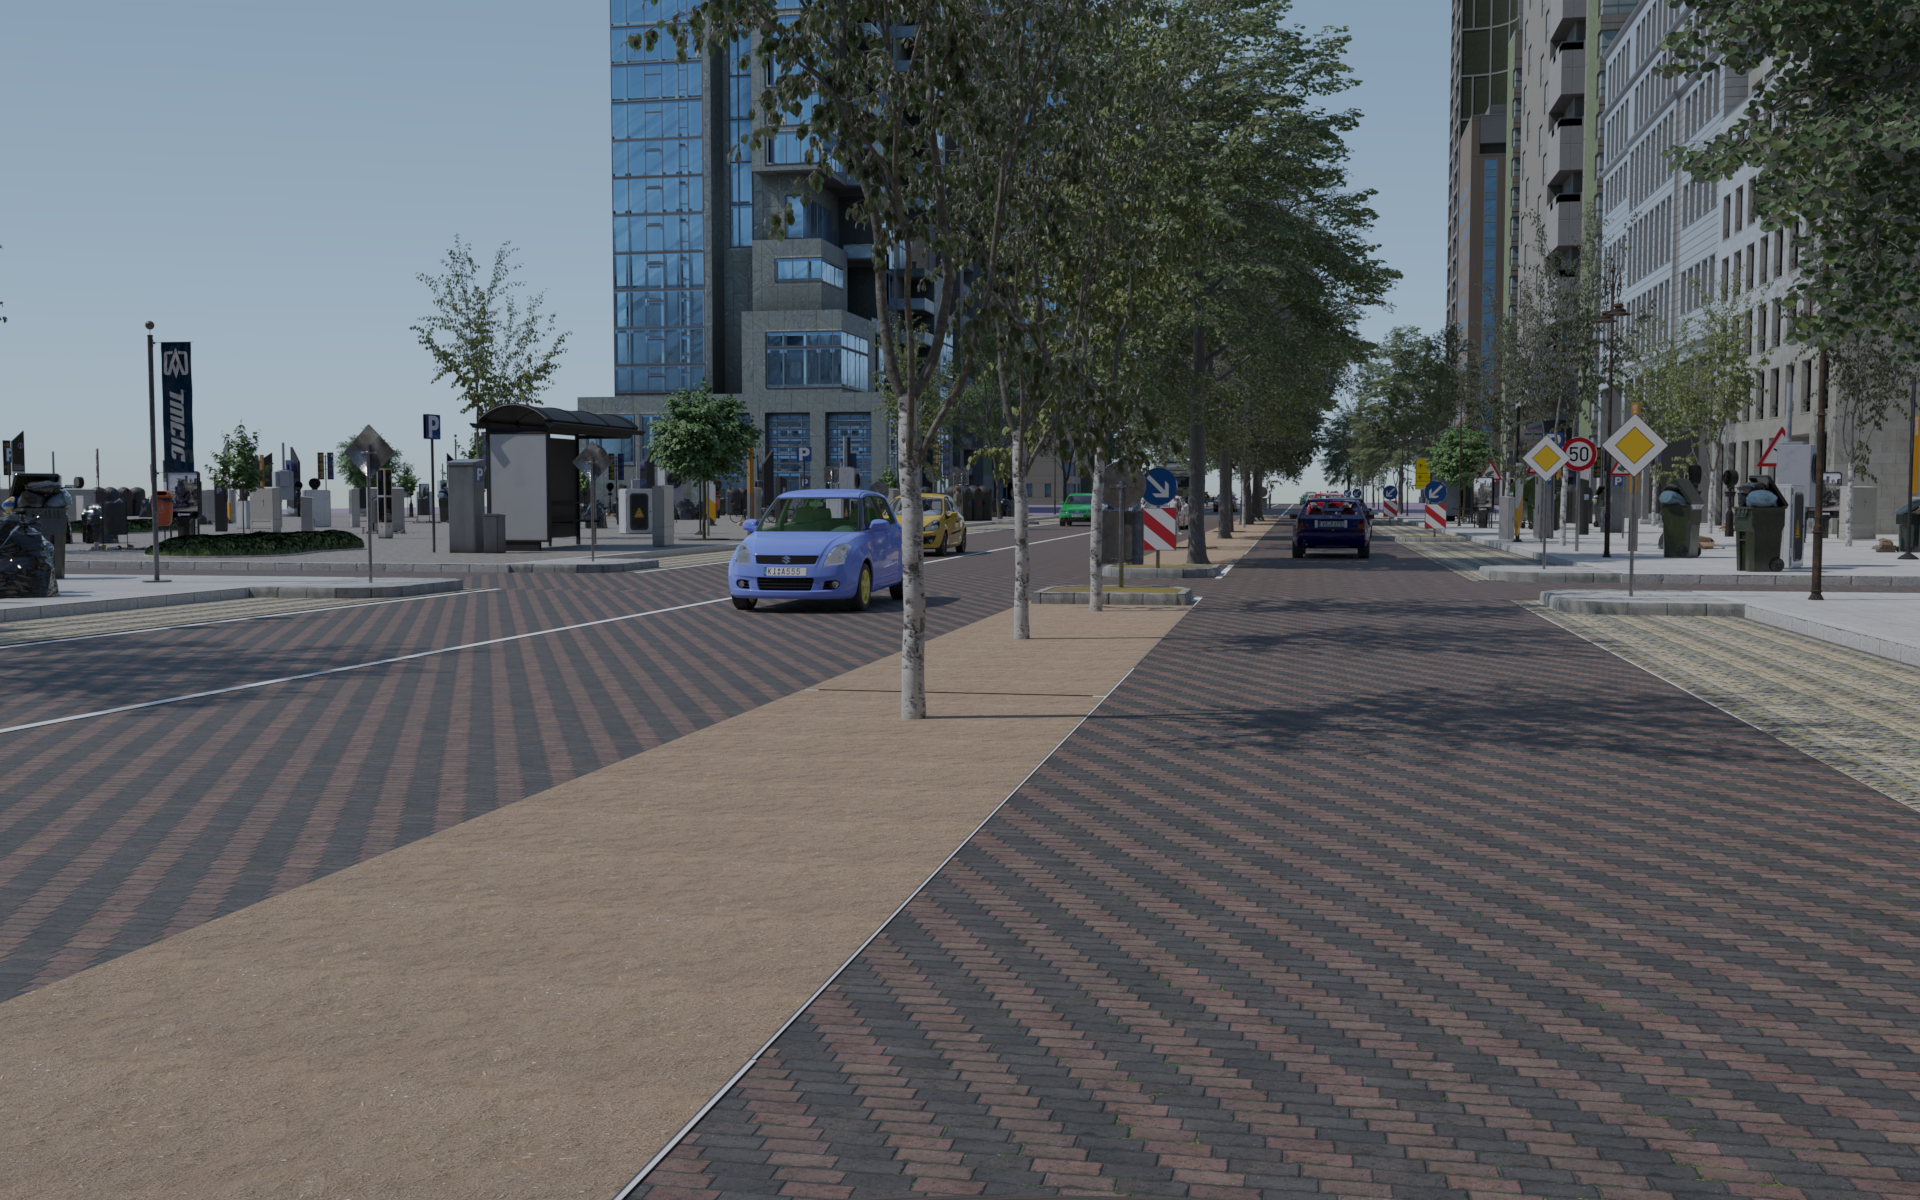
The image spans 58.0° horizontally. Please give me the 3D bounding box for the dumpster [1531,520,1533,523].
[{"bbox_3d":[24.566,-4.263,75.459,1.264,1.857,1.865,1,4,11],"label":"dumpster"}]

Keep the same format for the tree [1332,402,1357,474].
[{"bbox_3d":[38.911,-13.941,162.345,8.767,10.594,7.601,1,4,20],"label":"tree"}]

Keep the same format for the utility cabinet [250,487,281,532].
[{"bbox_3d":[-22.096,-2.837,55.056,1.173,1.500,0.318,2,4,33],"label":"utility cabinet"}]

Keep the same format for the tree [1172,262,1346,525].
[{"bbox_3d":[13.423,-10.492,80.654,9.857,13.997,8.962,0,3,0],"label":"tree"}]

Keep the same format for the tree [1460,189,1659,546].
[{"bbox_3d":[15.040,-5.659,42.888,4.360,8.622,3.978,0,3,0],"label":"tree"}]

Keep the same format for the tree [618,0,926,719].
[{"bbox_3d":[-0.325,-3.529,10.516,4.360,8.622,3.978,0,3,0],"label":"tree"}]

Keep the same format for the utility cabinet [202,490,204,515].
[{"bbox_3d":[-37.193,-4.759,86.486,1.173,1.500,0.318,-1,4,-18],"label":"utility cabinet"}]

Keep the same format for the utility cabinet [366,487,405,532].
[{"bbox_3d":[-19.279,-3.025,58.143,1.173,1.500,0.318,-2,4,-30],"label":"utility cabinet"}]

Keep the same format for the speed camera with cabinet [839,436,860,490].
[{"bbox_3d":[-3.933,-3.930,58.598,0.660,3.252,2.038,1,4,15],"label":"speed camera with cabinet"}]

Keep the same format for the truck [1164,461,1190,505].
[{"bbox_3d":[18.879,-9.761,148.506,2.839,4.237,11.283,1,4,10],"label":"truck"}]

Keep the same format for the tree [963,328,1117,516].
[{"bbox_3d":[3.807,-10.791,102.194,9.928,11.665,9.643,0,3,0],"label":"tree"}]

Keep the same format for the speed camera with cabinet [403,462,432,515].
[{"bbox_3d":[-33.838,-6.929,107.630,2.038,3.252,0.660,-2,4,-27],"label":"speed camera with cabinet"}]

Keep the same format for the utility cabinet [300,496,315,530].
[{"bbox_3d":[-17.180,-2.109,45.645,0.306,1.237,1.020,-1,4,-17],"label":"utility cabinet"}]

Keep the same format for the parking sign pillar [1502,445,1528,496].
[{"bbox_3d":[30.762,-6.577,96.000,1.447,3.967,1.447,3,4,37],"label":"parking sign pillar"}]

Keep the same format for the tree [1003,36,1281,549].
[{"bbox_3d":[6.124,-8.086,45.038,12.009,13.543,11.850,0,3,0],"label":"tree"}]

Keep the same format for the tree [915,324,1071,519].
[{"bbox_3d":[1.921,-9.448,88.883,8.767,10.594,7.601,-2,4,-25],"label":"tree"}]

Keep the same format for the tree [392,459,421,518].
[{"bbox_3d":[-30.358,-6.150,95.153,1.663,3.219,1.824,0,3,0],"label":"tree"}]

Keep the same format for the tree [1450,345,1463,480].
[{"bbox_3d":[18.141,-6.539,57.271,4.360,8.622,3.978,0,3,0],"label":"tree"}]

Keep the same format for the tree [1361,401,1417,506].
[{"bbox_3d":[33.938,-11.252,134.327,4.737,8.622,4.395,0,3,0],"label":"tree"}]

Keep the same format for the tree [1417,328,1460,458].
[{"bbox_3d":[30.012,-12.100,115.964,7.486,12.596,7.792,0,3,0],"label":"tree"}]

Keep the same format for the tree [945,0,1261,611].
[{"bbox_3d":[1.662,-4.173,21.049,4.737,8.622,4.395,0,3,0],"label":"tree"}]

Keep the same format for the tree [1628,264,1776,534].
[{"bbox_3d":[24.374,-6.474,56.213,4.737,8.622,4.395,0,3,0],"label":"tree"}]

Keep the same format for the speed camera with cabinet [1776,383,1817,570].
[{"bbox_3d":[14.473,-2.194,30.207,0.660,3.252,2.038,3,4,38],"label":"speed camera with cabinet"}]

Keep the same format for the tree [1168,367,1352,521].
[{"bbox_3d":[15.610,-10.488,90.950,9.611,12.733,9.660,0,3,0],"label":"tree"}]

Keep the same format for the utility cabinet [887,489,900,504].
[{"bbox_3d":[-2.759,-3.886,72.220,0.318,1.500,1.173,1,4,13],"label":"utility cabinet"}]

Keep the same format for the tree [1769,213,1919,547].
[{"bbox_3d":[21.980,-5.609,42.065,4.360,8.622,3.978,0,3,0],"label":"tree"}]

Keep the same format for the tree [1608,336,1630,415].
[{"bbox_3d":[28.052,-7.267,69.172,4.737,8.622,4.395,0,3,0],"label":"tree"}]

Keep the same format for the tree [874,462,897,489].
[{"bbox_3d":[-4.390,-6.703,104.195,1.663,3.219,1.824,0,3,0],"label":"tree"}]

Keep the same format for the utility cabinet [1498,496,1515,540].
[{"bbox_3d":[15.542,-2.327,49.203,0.306,1.237,1.020,2,4,26],"label":"utility cabinet"}]

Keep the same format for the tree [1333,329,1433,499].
[{"bbox_3d":[47.518,-20.964,198.656,12.611,20.169,13.585,0,3,0],"label":"tree"}]

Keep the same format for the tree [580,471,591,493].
[{"bbox_3d":[-17.845,-5.232,80.141,1.663,3.219,1.824,0,3,0],"label":"tree"}]

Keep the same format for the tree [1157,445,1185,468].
[{"bbox_3d":[29.561,-18.078,229.991,8.767,10.594,7.601,3,5,40],"label":"tree"}]

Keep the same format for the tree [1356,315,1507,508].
[{"bbox_3d":[24.869,-9.523,90.116,7.601,10.594,8.767,1,4,10],"label":"tree"}]

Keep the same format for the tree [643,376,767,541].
[{"bbox_3d":[-7.113,-3.945,48.215,4.285,4.588,4.351,0,3,0],"label":"tree"}]

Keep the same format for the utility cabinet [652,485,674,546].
[{"bbox_3d":[-7.327,-2.079,42.672,0.318,1.500,1.173,0,4,2],"label":"utility cabinet"}]

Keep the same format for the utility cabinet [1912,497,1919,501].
[{"bbox_3d":[22.074,-1.709,39.100,1.020,1.237,0.306,3,5,45],"label":"utility cabinet"}]

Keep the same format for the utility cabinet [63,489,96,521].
[{"bbox_3d":[-35.593,-3.754,70.052,1.173,1.500,0.318,-1,4,-19],"label":"utility cabinet"}]

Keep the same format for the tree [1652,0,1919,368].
[{"bbox_3d":[9.413,-6.467,12.395,9.857,13.997,8.962,0,3,0],"label":"tree"}]

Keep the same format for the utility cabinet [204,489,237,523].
[{"bbox_3d":[-32.500,-4.132,76.232,1.173,1.500,0.318,-1,4,-10],"label":"utility cabinet"}]

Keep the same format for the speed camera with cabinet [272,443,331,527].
[{"bbox_3d":[-25.492,-4.447,67.049,2.038,3.252,0.660,-2,4,-34],"label":"speed camera with cabinet"}]

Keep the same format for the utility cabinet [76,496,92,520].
[{"bbox_3d":[-32.723,-3.276,64.722,0.306,1.237,1.020,-3,5,-41],"label":"utility cabinet"}]

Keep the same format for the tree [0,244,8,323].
[{"bbox_3d":[-22.981,-5.364,38.060,4.737,8.622,4.395,0,3,0],"label":"tree"}]

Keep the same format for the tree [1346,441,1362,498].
[{"bbox_3d":[43.543,-14.369,185.298,4.737,8.622,4.395,0,3,0],"label":"tree"}]

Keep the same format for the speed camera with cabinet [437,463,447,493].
[{"bbox_3d":[-33.881,-7.162,111.438,2.038,3.252,0.660,-3,4,-36],"label":"speed camera with cabinet"}]

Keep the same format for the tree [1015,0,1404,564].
[{"bbox_3d":[4.873,-6.976,34.649,7.486,12.596,7.792,0,3,0],"label":"tree"}]

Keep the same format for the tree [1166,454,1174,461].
[{"bbox_3d":[23.060,-21.057,200.165,12.611,20.169,13.585,0,3,0],"label":"tree"}]

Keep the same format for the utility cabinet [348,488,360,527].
[{"bbox_3d":[-23.424,-3.563,66.936,0.318,1.500,1.173,-2,4,-25],"label":"utility cabinet"}]

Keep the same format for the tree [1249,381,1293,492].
[{"bbox_3d":[11.961,-7.333,72.712,4.360,8.622,3.978,0,3,0],"label":"tree"}]

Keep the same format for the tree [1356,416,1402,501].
[{"bbox_3d":[35.731,-12.016,146.826,4.360,8.622,3.978,0,3,0],"label":"tree"}]

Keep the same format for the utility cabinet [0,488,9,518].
[{"bbox_3d":[-36.134,-3.488,65.703,1.173,1.500,0.318,-3,5,-41],"label":"utility cabinet"}]

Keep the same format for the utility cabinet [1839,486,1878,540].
[{"bbox_3d":[24.929,-2.408,48.054,1.173,1.500,0.318,-2,4,-27],"label":"utility cabinet"}]

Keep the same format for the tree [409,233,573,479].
[{"bbox_3d":[-13.562,-6.083,49.815,4.737,8.622,4.395,0,3,0],"label":"tree"}]

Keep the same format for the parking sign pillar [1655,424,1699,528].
[{"bbox_3d":[27.415,-4.740,65.965,1.447,3.967,1.447,1,4,23],"label":"parking sign pillar"}]

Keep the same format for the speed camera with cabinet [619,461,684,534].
[{"bbox_3d":[-9.956,-3.763,55.856,2.038,3.252,0.660,-2,4,-35],"label":"speed camera with cabinet"}]

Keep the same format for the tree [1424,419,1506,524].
[{"bbox_3d":[21.863,-5.577,74.898,4.285,4.588,4.351,0,3,0],"label":"tree"}]

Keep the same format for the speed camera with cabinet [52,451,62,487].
[{"bbox_3d":[-42.579,-5.232,79.877,2.038,3.252,0.660,-1,4,-21],"label":"speed camera with cabinet"}]

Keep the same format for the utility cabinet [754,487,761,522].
[{"bbox_3d":[-6.520,-2.841,55.132,0.318,1.500,1.173,0,3,0],"label":"utility cabinet"}]

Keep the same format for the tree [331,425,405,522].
[{"bbox_3d":[-27.852,-5.963,81.207,4.285,4.588,4.351,0,3,0],"label":"tree"}]

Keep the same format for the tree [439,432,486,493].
[{"bbox_3d":[-15.096,-3.628,53.927,1.663,3.219,1.824,0,3,0],"label":"tree"}]

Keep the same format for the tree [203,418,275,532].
[{"bbox_3d":[-18.026,-3.007,43.772,1.663,3.219,1.824,0,3,0],"label":"tree"}]
